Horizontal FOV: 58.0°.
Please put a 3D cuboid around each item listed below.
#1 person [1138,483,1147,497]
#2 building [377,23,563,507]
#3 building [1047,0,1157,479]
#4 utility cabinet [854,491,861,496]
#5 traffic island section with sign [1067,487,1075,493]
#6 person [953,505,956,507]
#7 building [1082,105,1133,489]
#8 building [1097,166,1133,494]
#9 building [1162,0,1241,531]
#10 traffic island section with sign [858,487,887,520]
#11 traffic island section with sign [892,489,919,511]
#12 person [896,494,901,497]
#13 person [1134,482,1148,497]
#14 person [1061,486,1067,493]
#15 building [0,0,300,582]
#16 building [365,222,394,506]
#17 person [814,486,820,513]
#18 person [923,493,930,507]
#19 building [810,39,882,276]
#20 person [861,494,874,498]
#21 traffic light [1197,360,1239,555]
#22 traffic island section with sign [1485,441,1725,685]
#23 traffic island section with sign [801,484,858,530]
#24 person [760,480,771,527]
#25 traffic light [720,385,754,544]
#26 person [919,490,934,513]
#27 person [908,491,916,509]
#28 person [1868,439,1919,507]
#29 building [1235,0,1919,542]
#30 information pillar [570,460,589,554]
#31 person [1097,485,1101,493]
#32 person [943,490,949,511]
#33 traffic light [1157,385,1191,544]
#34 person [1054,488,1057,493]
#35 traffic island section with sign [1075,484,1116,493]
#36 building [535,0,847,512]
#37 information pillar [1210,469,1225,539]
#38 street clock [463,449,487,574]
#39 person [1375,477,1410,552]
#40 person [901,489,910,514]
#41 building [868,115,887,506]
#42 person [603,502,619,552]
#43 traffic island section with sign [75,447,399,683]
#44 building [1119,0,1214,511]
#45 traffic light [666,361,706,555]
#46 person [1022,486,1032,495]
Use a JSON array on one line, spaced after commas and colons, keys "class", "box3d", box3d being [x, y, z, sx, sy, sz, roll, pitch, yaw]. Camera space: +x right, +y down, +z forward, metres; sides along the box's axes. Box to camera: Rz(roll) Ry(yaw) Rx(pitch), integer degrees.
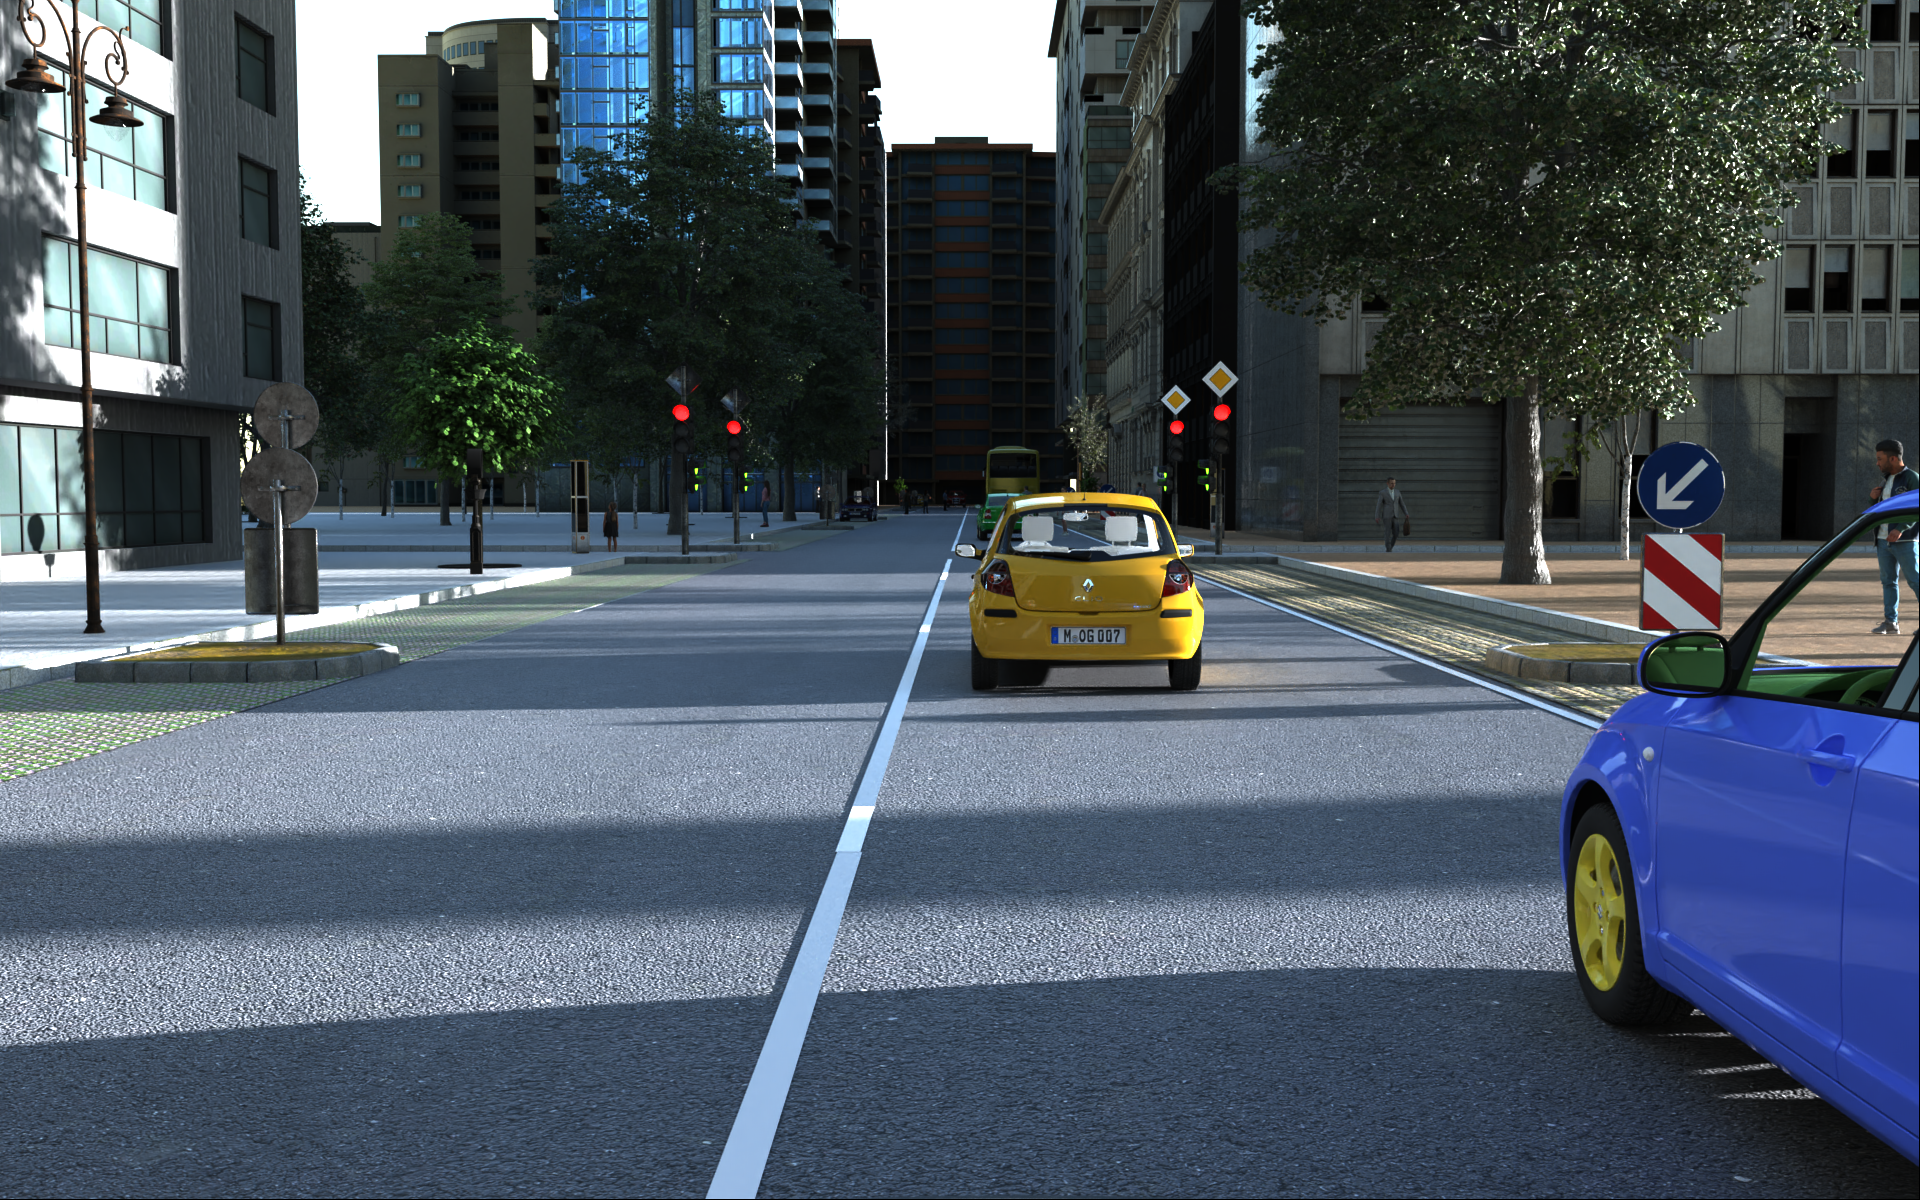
[{"class": "person", "box3d": [7.741, -4.160, 74.726, 0.598, 1.740, 0.731, 2, 4, 34]}, {"class": "building", "box3d": [-47.466, -34.271, 184.038, 21.600, 48.544, 21.300, 0, 4, 0]}, {"class": "building", "box3d": [23.950, -36.128, 179.930, 28.713, 52.752, 27.495, 0, 4, 0]}, {"class": "utility cabinet", "box3d": [-6.992, -6.685, 117.985, 0.318, 1.500, 1.173, -1, 4, -14]}, {"class": "traffic island section with sign", "box3d": [5.954, -5.356, 96.194, 1.989, 1.847, 2.006, 0, 4, 0]}, {"class": "person", "box3d": [-0.620, -11.364, 194.387, 1.350, 1.814, 0.705, 0, 4, -4]}, {"class": "building", "box3d": [16.241, -22.043, 132.100, 14.160, 30.474, 14.107, 0, 4, 0]}, {"class": "building", "box3d": [14.874, -17.179, 109.762, 11.050, 23.489, 19.941, 0, 4, 0]}, {"class": "building", "box3d": [14.998, -14.561, 67.755, 12.332, 23.373, 15.834, 0, 4, 0]}, {"class": "traffic island section with sign", "box3d": [-5.067, -5.384, 96.664, 1.989, 1.847, 2.006, 0, 4, 0]}, {"class": "traffic island section with sign", "box3d": [-4.693, -8.432, 146.485, 1.989, 1.847, 2.006, 0, 4, 0]}, {"class": "person", "box3d": [-6.861, -11.570, 195.734, 0.750, 1.759, 0.617, -3, 5, -40]}, {"class": "person", "box3d": [8.020, -4.336, 77.035, 0.635, 1.810, 0.391, -2, 4, -27]}, {"class": "person", "box3d": [3.604, -3.086, 59.952, 0.522, 1.701, 0.512, -3, 5, -42]}, {"class": "building", "box3d": [-19.963, -15.779, 29.690, 14.107, 30.474, 14.160, 0, 4, 0]}, {"class": "building", "box3d": [-65.296, -25.455, 187.886, 14.107, 30.474, 14.160, 0, 4, 0]}, {"class": "person", "box3d": [-9.624, -6.795, 117.322, 0.473, 1.802, 0.592, 0, 4, -5]}, {"class": "person", "box3d": [-3.812, -11.411, 195.212, 1.348, 1.807, 0.705, 3, 5, 40]}, {"class": "building", "box3d": [-18.802, -31.219, 165.056, 22.147, 44.769, 28.867, 0, 4, 0]}, {"class": "person", "box3d": [-7.472, -8.057, 138.592, 1.217, 1.723, 0.721, 0, 4, 6]}, {"class": "traffic light", "box3d": [5.453, -2.913, 36.543, 0.839, 4.253, 0.868, 0, 4, 0]}, {"class": "traffic island section with sign", "box3d": [5.340, -0.320, 13.853, 1.989, 1.847, 2.006, 0, 4, 0]}, {"class": "traffic island section with sign", "box3d": [-5.268, -3.713, 69.332, 1.989, 1.847, 2.006, 0, 4, 0]}, {"class": "person", "box3d": [-7.536, -3.743, 67.249, 0.388, 1.821, 0.555, 1, 4, 16]}, {"class": "traffic light", "box3d": [-5.748, -3.405, 44.597, 0.839, 4.253, 0.868, 0, 4, 0]}, {"class": "person", "box3d": [-2.513, -7.255, 127.833, 1.217, 1.735, 0.721, 1, 4, 13]}, {"class": "person", "box3d": [-4.470, -8.787, 152.883, 1.217, 1.735, 0.721, -1, 4, -10]}, {"class": "person", "box3d": [8.593, -0.579, 15.861, 0.721, 1.781, 0.623, -1, 4, -18]}, {"class": "building", "box3d": [19.174, -14.283, 51.541, 19.932, 24.808, 12.078, 0, 4, 0]}, {"class": "information pillar", "box3d": [-8.216, -2.016, 37.448, 0.304, 2.012, 0.304, -2, 4, -32]}, {"class": "person", "box3d": [8.352, -5.831, 101.648, 0.793, 1.790, 0.793, 0, 4, -2]}, {"class": "person", "box3d": [-1.239, -8.601, 149.106, 0.705, 1.826, 1.348, 1, 4, 19]}, {"class": "traffic light", "box3d": [5.513, -3.401, 44.528, 0.839, 4.253, 0.868, 0, 4, 0]}, {"class": "person", "box3d": [8.567, -9.092, 154.777, 0.705, 1.814, 1.350, 0, 4, 2]}, {"class": "traffic island section with sign", "box3d": [5.740, -3.707, 69.240, 1.989, 1.847, 2.006, 0, 4, 0]}, {"class": "building", "box3d": [-19.679, -50.224, 133.826, 22.319, 86.520, 31.000, 0, 4, 0]}, {"class": "information pillar", "box3d": [7.425, -2.779, 49.923, 0.304, 2.012, 0.304, -3, 5, -44]}, {"class": "street clock", "box3d": [-7.751, -1.415, 27.705, 0.358, 2.002, 0.471, -1, 4, -13]}, {"class": "person", "box3d": [9.760, -1.866, 39.131, 0.709, 1.813, 0.853, -1, 4, -16]}, {"class": "person", "box3d": [-3.802, -6.941, 122.008, 0.705, 1.821, 1.348, 2, 4, 25]}, {"class": "building", "box3d": [-15.019, -30.790, 187.016, 14.086, 41.232, 14.154, 0, 4, 0]}, {"class": "person", "box3d": [-8.235, -1.692, 40.840, 0.362, 1.253, 0.373, -1, 4, -20]}, {"class": "traffic island section with sign", "box3d": [-5.692, -0.329, 14.008, 1.989, 1.847, 2.006, 0, 4, 0]}, {"class": "building", "box3d": [15.839, -18.358, 87.550, 14.401, 28.519, 23.554, 0, 4, 0]}, {"class": "traffic light", "box3d": [-5.808, -2.917, 36.612, 0.839, 4.253, 0.868, 0, 4, 0]}, {"class": "person", "box3d": [3.065, -4.300, 78.897, 0.635, 1.810, 0.391, -2, 4, -29]}]
